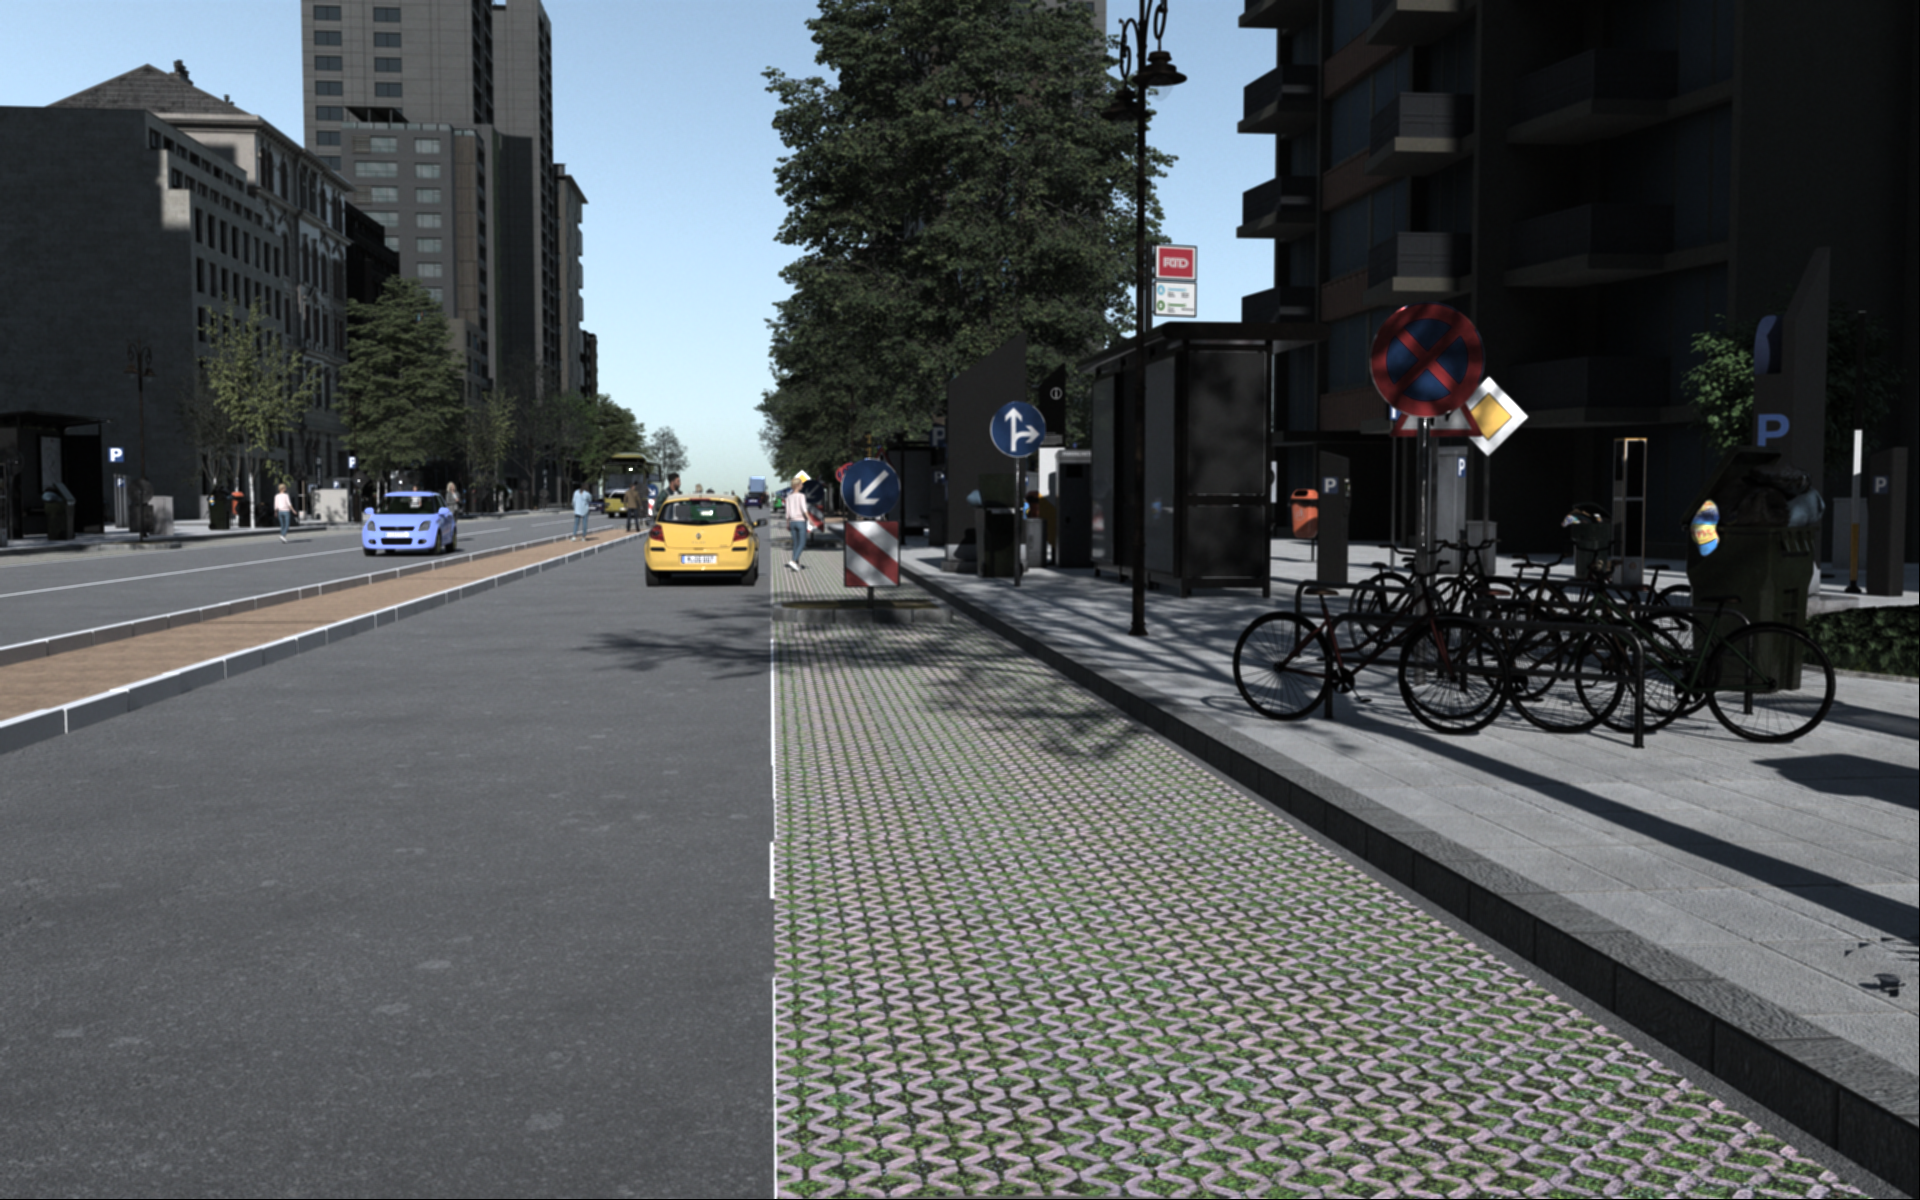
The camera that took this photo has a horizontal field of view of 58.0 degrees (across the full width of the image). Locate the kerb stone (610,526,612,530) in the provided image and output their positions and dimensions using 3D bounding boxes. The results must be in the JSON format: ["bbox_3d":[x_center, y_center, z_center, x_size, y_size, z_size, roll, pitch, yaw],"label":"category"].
[{"bbox_3d":[-13.808,-2.785,67.724,0.120,0.150,1.000,0,4,-6],"label":"kerb stone"}]

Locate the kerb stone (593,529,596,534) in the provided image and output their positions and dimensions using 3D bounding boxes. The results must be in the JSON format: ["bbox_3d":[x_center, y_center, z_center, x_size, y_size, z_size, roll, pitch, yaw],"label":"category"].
[{"bbox_3d":[-13.144,-2.411,61.613,0.120,0.150,1.000,0,4,-6],"label":"kerb stone"}]

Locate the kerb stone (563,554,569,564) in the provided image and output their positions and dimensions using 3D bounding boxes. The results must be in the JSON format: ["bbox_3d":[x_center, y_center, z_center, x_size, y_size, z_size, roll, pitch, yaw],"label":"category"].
[{"bbox_3d":[-8.150,-0.803,35.317,0.120,0.150,1.000,0,4,-6],"label":"kerb stone"}]

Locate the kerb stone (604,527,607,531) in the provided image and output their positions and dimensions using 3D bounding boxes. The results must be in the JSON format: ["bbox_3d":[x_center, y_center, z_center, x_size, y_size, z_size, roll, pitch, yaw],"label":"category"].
[{"bbox_3d":[-13.588,-2.660,65.688,0.120,0.150,1.000,0,4,-6],"label":"kerb stone"}]

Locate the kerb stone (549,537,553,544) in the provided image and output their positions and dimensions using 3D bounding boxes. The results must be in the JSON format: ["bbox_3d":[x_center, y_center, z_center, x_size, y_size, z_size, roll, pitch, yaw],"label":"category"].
[{"bbox_3d":[-11.800,-1.662,49.365,0.120,0.150,1.000,0,4,-6],"label":"kerb stone"}]

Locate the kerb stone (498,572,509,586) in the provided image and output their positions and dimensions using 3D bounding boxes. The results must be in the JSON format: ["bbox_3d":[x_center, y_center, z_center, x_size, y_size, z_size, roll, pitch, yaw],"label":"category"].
[{"bbox_3d":[-7.258,-0.304,27.168,0.120,0.150,1.000,0,4,-6],"label":"kerb stone"}]

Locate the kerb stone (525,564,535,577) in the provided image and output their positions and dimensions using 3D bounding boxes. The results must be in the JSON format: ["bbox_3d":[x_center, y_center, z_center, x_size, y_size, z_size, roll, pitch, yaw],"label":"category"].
[{"bbox_3d":[-7.589,-0.491,30.229,0.120,0.150,1.000,0,4,-6],"label":"kerb stone"}]

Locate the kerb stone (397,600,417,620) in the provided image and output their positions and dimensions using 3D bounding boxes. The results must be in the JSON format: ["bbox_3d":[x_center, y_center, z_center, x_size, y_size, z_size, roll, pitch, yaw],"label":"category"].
[{"bbox_3d":[-6.474,0.132,20.040,0.120,0.150,1.000,0,4,-6],"label":"kerb stone"}]

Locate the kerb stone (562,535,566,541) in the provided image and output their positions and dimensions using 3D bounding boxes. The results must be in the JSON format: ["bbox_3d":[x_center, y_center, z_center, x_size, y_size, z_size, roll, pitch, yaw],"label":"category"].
[{"bbox_3d":[-12.135,-1.848,52.414,0.120,0.150,1.000,0,4,-6],"label":"kerb stone"}]

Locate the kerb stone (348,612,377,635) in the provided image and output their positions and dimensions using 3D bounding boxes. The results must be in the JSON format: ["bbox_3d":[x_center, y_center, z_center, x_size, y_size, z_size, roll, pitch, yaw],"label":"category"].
[{"bbox_3d":[-6.259,0.257,18.002,0.120,0.150,1.000,0,4,-6],"label":"kerb stone"}]

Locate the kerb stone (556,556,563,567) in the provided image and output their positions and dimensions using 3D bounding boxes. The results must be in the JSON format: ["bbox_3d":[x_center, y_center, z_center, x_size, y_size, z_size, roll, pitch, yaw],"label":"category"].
[{"bbox_3d":[-8.040,-0.740,34.299,0.120,0.150,1.000,0,4,-6],"label":"kerb stone"}]

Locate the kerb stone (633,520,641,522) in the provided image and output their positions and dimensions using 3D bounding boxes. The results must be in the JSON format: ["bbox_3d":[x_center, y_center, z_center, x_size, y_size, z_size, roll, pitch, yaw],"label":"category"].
[{"bbox_3d":[-15.531,-3.748,83.499,0.120,0.150,1.000,0,4,-6],"label":"kerb stone"}]

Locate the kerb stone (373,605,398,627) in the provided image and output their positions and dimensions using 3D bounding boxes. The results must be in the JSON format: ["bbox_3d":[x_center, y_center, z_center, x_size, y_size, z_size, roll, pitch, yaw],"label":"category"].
[{"bbox_3d":[-6.367,0.196,19.023,0.120,0.150,1.000,0,4,-6],"label":"kerb stone"}]

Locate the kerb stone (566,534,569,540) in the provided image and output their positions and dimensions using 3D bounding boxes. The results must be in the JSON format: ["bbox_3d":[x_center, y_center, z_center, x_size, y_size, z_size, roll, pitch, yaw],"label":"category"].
[{"bbox_3d":[-12.246,-1.910,53.431,0.120,0.150,1.000,0,4,-6],"label":"kerb stone"}]

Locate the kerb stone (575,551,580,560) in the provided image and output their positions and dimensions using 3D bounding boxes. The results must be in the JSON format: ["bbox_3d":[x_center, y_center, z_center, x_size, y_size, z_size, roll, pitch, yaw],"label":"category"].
[{"bbox_3d":[-8.370,-0.927,37.355,0.120,0.150,1.000,0,4,-6],"label":"kerb stone"}]

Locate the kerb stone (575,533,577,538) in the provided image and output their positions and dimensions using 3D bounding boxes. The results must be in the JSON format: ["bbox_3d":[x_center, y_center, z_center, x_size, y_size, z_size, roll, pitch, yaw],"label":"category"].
[{"bbox_3d":[-12.469,-2.031,55.483,0.120,0.150,1.000,0,4,-6],"label":"kerb stone"}]

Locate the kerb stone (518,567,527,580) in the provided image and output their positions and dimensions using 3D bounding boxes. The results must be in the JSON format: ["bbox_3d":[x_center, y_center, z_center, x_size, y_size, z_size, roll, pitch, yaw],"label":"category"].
[{"bbox_3d":[-7.482,-0.428,29.211,0.120,0.150,1.000,0,4,-6],"label":"kerb stone"}]

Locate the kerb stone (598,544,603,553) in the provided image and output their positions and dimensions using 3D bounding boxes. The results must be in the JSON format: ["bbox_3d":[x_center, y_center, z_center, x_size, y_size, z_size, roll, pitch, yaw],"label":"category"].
[{"bbox_3d":[-8.921,-1.237,42.456,0.120,0.150,1.000,0,4,-6],"label":"kerb stone"}]

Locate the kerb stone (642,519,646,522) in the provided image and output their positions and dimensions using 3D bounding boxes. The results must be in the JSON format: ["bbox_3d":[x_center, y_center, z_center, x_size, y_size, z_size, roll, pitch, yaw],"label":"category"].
[{"bbox_3d":[-15.860,-3.936,86.551,0.120,0.150,1.000,0,4,-6],"label":"kerb stone"}]

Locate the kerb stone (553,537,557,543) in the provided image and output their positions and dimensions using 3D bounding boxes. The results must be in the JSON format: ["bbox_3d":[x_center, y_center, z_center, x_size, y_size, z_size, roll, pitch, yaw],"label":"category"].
[{"bbox_3d":[-11.917,-1.724,50.381,0.120,0.150,1.000,0,4,-6],"label":"kerb stone"}]

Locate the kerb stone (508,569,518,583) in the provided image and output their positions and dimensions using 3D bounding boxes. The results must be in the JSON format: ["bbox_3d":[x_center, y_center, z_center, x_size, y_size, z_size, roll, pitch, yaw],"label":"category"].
[{"bbox_3d":[-7.369,-0.367,28.191,0.120,0.150,1.000,0,4,-6],"label":"kerb stone"}]

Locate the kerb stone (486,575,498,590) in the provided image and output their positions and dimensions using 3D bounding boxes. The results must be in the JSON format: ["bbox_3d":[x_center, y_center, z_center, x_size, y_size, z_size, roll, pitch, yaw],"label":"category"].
[{"bbox_3d":[-7.152,-0.242,26.152,0.120,0.150,1.000,0,4,-6],"label":"kerb stone"}]

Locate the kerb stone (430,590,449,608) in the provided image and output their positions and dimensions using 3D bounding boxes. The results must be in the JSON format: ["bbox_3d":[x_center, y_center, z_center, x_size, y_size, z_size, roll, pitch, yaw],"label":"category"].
[{"bbox_3d":[-6.704,0.008,22.072,0.120,0.150,1.000,0,4,-6],"label":"kerb stone"}]

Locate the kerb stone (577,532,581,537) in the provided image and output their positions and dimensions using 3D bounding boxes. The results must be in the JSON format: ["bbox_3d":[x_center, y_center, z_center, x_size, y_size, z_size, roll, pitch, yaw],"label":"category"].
[{"bbox_3d":[-12.579,-2.098,56.500,0.120,0.150,1.000,0,4,-6],"label":"kerb stone"}]

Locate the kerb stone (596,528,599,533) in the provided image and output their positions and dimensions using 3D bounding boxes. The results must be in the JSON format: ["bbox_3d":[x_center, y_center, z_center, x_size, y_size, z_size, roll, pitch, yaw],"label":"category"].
[{"bbox_3d":[-13.248,-2.473,62.631,0.120,0.150,1.000,0,4,-6],"label":"kerb stone"}]

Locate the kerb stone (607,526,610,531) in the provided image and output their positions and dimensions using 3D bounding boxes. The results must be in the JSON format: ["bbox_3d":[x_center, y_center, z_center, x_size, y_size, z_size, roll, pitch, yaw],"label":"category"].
[{"bbox_3d":[-13.699,-2.719,66.704,0.120,0.150,1.000,0,4,-6],"label":"kerb stone"}]

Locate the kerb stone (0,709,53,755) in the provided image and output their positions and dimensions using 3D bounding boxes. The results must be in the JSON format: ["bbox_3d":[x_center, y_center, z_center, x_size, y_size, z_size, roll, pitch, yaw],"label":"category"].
[{"bbox_3d":[-5.363,0.755,9.849,0.120,0.150,1.000,0,4,-6],"label":"kerb stone"}]

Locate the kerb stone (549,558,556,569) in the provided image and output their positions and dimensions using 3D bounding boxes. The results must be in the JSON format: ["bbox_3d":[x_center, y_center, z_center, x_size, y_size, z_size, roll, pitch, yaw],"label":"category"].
[{"bbox_3d":[-7.928,-0.675,33.283,0.120,0.150,1.000,0,4,-6],"label":"kerb stone"}]

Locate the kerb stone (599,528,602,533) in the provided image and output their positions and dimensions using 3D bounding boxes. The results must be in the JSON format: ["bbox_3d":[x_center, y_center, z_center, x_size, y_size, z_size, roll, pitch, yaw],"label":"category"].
[{"bbox_3d":[-13.354,-2.536,63.656,0.120,0.150,1.000,0,4,-6],"label":"kerb stone"}]

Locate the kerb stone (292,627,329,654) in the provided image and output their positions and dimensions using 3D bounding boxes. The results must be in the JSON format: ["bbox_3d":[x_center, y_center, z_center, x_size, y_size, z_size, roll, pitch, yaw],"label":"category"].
[{"bbox_3d":[-6.035,0.383,15.966,0.120,0.150,1.000,0,4,-6],"label":"kerb stone"}]

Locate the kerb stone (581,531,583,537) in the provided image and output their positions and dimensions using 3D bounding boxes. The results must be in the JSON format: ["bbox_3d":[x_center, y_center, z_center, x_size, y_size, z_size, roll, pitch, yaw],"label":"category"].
[{"bbox_3d":[-12.690,-2.160,57.519,0.120,0.150,1.000,0,4,-6],"label":"kerb stone"}]

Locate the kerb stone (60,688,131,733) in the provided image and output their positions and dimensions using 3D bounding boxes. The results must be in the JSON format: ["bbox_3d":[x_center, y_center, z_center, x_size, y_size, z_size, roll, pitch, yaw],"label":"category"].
[{"bbox_3d":[-5.467,0.701,10.867,0.120,0.150,1.000,0,4,-6],"label":"kerb stone"}]

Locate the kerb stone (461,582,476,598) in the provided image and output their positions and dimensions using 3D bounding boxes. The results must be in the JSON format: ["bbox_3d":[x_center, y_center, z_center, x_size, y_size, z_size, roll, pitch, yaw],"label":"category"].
[{"bbox_3d":[-6.920,-0.117,24.105,0.120,0.150,1.000,0,4,-6],"label":"kerb stone"}]

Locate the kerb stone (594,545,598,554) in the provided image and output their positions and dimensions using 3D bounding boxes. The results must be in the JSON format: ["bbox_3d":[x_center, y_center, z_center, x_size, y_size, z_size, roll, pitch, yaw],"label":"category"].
[{"bbox_3d":[-8.823,-1.177,41.438,0.120,0.150,1.000,0,4,-6],"label":"kerb stone"}]

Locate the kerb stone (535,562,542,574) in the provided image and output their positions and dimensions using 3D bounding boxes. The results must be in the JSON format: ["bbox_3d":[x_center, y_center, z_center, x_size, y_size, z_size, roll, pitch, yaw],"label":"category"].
[{"bbox_3d":[-7.708,-0.554,31.250,0.120,0.150,1.000,0,4,-6],"label":"kerb stone"}]

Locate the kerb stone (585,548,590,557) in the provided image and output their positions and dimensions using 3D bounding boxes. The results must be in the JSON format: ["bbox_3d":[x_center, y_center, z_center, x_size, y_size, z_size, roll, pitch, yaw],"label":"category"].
[{"bbox_3d":[-8.590,-1.053,39.406,0.120,0.150,1.000,0,4,-6],"label":"kerb stone"}]

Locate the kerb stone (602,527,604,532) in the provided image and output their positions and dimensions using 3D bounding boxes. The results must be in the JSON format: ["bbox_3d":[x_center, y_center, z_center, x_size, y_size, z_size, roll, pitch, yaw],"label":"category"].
[{"bbox_3d":[-13.480,-2.598,64.670,0.120,0.150,1.000,0,4,-6],"label":"kerb stone"}]

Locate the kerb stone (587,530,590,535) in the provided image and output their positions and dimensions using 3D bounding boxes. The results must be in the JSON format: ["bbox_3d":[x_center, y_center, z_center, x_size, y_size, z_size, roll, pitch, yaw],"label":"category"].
[{"bbox_3d":[-12.918,-2.285,59.561,0.120,0.150,1.000,0,4,-6],"label":"kerb stone"}]

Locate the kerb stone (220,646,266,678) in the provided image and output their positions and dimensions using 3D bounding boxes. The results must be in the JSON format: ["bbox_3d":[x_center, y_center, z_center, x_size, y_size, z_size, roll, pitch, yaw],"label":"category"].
[{"bbox_3d":[-5.811,0.506,13.921,0.120,0.150,1.000,0,4,-6],"label":"kerb stone"}]

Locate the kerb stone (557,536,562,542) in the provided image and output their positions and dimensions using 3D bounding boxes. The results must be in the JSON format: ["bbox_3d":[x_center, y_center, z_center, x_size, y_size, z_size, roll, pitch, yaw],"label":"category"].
[{"bbox_3d":[-12.019,-1.786,51.398,0.120,0.150,1.000,0,4,-6],"label":"kerb stone"}]

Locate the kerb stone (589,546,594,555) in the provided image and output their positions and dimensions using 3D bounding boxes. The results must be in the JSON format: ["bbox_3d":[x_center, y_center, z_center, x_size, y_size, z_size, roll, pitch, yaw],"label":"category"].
[{"bbox_3d":[-8.707,-1.113,40.422,0.120,0.150,1.000,0,4,-6],"label":"kerb stone"}]

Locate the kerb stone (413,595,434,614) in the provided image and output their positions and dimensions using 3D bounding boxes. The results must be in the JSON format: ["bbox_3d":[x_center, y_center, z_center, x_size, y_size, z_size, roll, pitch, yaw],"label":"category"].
[{"bbox_3d":[-6.590,0.070,21.056,0.120,0.150,1.000,0,4,-6],"label":"kerb stone"}]

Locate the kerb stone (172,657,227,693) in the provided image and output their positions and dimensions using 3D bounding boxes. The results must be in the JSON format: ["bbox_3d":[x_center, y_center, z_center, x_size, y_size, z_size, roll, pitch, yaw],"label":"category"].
[{"bbox_3d":[-5.703,0.569,12.902,0.120,0.150,1.000,0,4,-6],"label":"kerb stone"}]

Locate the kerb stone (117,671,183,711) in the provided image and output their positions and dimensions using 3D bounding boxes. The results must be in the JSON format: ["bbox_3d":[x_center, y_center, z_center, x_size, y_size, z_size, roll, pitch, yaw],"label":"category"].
[{"bbox_3d":[-5.583,0.634,11.887,0.120,0.150,1.000,0,4,-6],"label":"kerb stone"}]

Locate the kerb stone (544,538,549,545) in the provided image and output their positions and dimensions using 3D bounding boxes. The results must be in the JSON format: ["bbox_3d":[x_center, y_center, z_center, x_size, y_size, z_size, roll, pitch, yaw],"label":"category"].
[{"bbox_3d":[-11.683,-1.599,48.350,0.120,0.150,1.000,0,4,-6],"label":"kerb stone"}]

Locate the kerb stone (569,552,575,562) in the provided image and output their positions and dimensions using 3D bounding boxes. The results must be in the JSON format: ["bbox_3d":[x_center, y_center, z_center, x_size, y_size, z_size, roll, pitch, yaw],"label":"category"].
[{"bbox_3d":[-8.253,-0.863,36.339,0.120,0.150,1.000,0,4,-6],"label":"kerb stone"}]

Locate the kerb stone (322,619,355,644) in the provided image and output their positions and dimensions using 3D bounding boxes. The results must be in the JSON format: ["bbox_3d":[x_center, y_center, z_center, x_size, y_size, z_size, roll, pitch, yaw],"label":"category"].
[{"bbox_3d":[-6.144,0.319,16.986,0.120,0.150,1.000,0,4,-6],"label":"kerb stone"}]

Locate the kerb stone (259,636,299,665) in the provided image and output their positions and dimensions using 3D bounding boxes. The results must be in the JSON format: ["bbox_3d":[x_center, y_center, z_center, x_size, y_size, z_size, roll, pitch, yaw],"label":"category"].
[{"bbox_3d":[-5.924,0.449,14.938,0.120,0.150,1.000,0,4,-6],"label":"kerb stone"}]

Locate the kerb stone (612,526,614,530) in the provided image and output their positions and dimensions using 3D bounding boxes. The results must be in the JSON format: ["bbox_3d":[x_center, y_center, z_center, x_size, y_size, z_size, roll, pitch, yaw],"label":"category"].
[{"bbox_3d":[-13.916,-2.845,68.747,0.120,0.150,1.000,0,4,-6],"label":"kerb stone"}]

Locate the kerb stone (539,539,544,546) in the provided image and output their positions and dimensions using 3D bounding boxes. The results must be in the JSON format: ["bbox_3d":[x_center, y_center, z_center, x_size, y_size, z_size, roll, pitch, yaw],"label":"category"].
[{"bbox_3d":[-11.572,-1.538,47.334,0.120,0.150,1.000,0,4,-6],"label":"kerb stone"}]

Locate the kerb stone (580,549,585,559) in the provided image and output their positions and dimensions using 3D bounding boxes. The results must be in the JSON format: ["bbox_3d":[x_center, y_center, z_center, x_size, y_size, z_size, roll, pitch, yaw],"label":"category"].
[{"bbox_3d":[-8.486,-0.990,38.389,0.120,0.150,1.000,0,4,-6],"label":"kerb stone"}]

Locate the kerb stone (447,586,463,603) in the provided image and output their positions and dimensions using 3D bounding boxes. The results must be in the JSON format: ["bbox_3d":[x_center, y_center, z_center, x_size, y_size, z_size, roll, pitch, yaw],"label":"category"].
[{"bbox_3d":[-6.812,-0.055,23.089,0.120,0.150,1.000,0,4,-6],"label":"kerb stone"}]

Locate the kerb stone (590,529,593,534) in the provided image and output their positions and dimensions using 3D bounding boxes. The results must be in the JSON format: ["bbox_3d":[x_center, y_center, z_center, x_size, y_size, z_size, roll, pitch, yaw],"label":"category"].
[{"bbox_3d":[-13.028,-2.348,60.586,0.120,0.150,1.000,0,4,-6],"label":"kerb stone"}]

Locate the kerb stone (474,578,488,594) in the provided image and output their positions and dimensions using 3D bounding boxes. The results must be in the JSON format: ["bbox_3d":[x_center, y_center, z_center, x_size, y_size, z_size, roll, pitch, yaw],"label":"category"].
[{"bbox_3d":[-7.031,-0.179,25.121,0.120,0.150,1.000,0,4,-6],"label":"kerb stone"}]

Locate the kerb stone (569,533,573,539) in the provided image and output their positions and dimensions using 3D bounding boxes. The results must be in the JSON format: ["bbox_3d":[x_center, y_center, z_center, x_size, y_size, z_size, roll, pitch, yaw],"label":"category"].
[{"bbox_3d":[-12.346,-1.970,54.448,0.120,0.150,1.000,0,4,-6],"label":"kerb stone"}]

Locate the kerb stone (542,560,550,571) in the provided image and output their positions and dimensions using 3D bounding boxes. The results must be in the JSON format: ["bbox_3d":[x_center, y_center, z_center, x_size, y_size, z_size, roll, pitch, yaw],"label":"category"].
[{"bbox_3d":[-7.813,-0.614,32.267,0.120,0.150,1.000,0,4,-6],"label":"kerb stone"}]
